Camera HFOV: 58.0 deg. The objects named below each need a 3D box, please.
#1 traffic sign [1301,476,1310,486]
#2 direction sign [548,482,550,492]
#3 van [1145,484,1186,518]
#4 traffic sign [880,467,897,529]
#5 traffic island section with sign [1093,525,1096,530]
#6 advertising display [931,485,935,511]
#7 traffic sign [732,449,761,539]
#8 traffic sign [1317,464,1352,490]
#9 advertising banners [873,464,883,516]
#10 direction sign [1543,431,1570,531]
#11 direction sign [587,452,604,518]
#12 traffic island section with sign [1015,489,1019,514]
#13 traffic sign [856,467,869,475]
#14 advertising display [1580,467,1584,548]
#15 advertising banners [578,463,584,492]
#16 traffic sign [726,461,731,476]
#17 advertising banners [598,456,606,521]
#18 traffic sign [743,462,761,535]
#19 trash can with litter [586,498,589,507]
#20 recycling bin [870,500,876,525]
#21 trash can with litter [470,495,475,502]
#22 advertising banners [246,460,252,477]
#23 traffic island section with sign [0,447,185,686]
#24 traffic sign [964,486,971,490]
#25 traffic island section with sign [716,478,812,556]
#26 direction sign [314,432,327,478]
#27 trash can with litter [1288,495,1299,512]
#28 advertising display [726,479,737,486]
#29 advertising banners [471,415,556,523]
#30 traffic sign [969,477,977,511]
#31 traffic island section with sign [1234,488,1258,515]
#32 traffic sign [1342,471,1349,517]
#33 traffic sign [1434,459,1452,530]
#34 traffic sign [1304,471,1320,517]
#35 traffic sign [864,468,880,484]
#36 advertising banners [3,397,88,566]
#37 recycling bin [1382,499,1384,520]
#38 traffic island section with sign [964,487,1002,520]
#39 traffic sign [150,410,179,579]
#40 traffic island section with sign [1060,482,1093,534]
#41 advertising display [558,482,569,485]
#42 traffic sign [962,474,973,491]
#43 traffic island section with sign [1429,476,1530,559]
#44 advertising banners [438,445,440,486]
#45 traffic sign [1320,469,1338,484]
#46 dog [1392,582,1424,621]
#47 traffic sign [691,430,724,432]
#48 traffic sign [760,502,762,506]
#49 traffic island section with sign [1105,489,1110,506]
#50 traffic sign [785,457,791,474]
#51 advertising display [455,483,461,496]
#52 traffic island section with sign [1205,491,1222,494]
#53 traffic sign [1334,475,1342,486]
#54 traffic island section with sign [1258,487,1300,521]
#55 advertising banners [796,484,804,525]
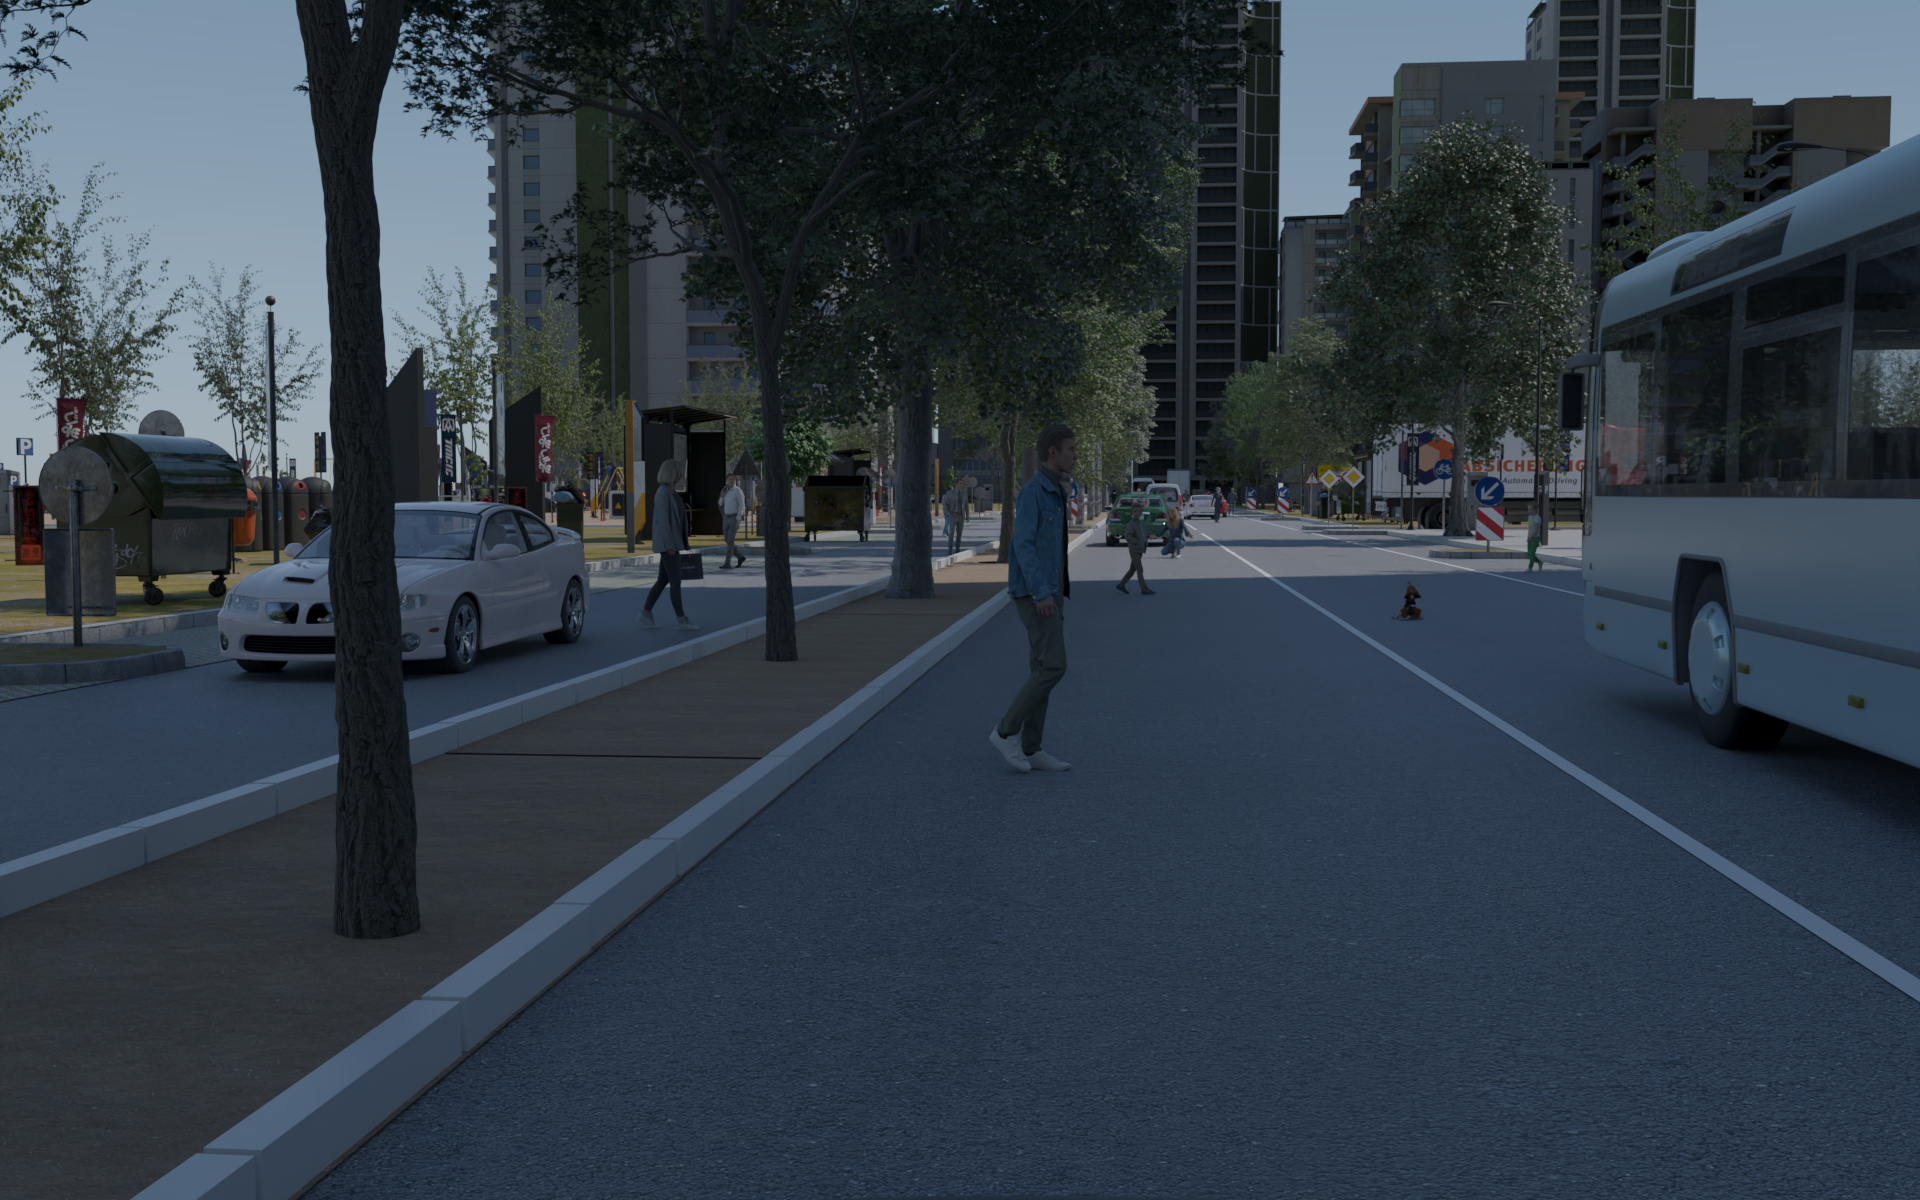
[{"bbox_3d":[23.802,-7.266,118.904,0.768,2.556,0.104,1,4,8],"label":"traffic sign"},{"bbox_3d":[-35.247,-9.588,148.760,0.379,3.537,0.876,-2,4,-29],"label":"direction sign"},{"bbox_3d":[8.332,-3.945,71.505,2.013,2.044,4.112,0,4,5],"label":"van"},{"bbox_3d":[-2.539,-3.659,63.464,0.795,2.450,0.064,0,4,6],"label":"traffic sign"},{"bbox_3d":[4.506,-3.813,70.480,2.006,1.907,1.989,0,4,6],"label":"traffic island section with sign"},{"bbox_3d":[-2.495,-8.309,141.067,0.974,1.923,0.123,-2,4,-32],"label":"advertising display"},{"bbox_3d":[-6.126,-3.033,49.596,0.884,2.594,0.081,1,4,13],"label":"traffic sign"},{"bbox_3d":[25.071,-7.464,115.904,2.265,3.308,0.079,1,4,9],"label":"traffic sign"},{"bbox_3d":[-4.790,-6.289,99.009,0.090,3.025,2.074,1,4,18],"label":"advertising banners"},{"bbox_3d":[20.961,-4.215,60.913,0.876,3.537,0.379,1,4,17],"label":"direction sign"},{"bbox_3d":[-19.523,-6.160,92.718,0.876,3.537,0.379,0,4,-5],"label":"direction sign"},{"bbox_3d":[3.914,-6.978,122.721,1.989,1.847,2.006,0,4,6],"label":"traffic island section with sign"},{"bbox_3d":[-4.591,-5.033,82.396,0.768,2.556,0.104,1,4,13],"label":"traffic sign"},{"bbox_3d":[15.062,-2.195,41.096,0.123,1.923,0.974,-1,4,-15],"label":"advertising display"},{"bbox_3d":[-22.947,-6.510,102.627,0.090,3.025,2.074,2,4,27],"label":"advertising banners"},{"bbox_3d":[-8.769,-3.873,63.437,0.768,2.556,0.104,1,4,11],"label":"traffic sign"},{"bbox_3d":[-16.853,-5.217,81.493,0.090,3.025,2.074,0,4,-3],"label":"advertising banners"},{"bbox_3d":[-6.538,-3.200,54.454,0.606,2.300,0.079,1,4,10],"label":"traffic sign"},{"bbox_3d":[-29.085,-7.511,134.184,0.624,1.170,1.055,1,4,13],"label":"trash can with litter"},{"bbox_3d":[-3.888,-3.615,71.663,0.722,1.027,0.722,0,4,6],"label":"recycling bin"},{"bbox_3d":[-24.294,-4.667,87.368,2.233,1.210,1.678,-1,4,-14],"label":"trash can with litter"},{"bbox_3d":[-36.633,-5.626,88.168,0.090,3.025,2.074,1,4,12],"label":"advertising banners"},{"bbox_3d":[-7.390,-0.317,13.803,1.989,1.847,2.006,0,4,6],"label":"traffic island section with sign"},{"bbox_3d":[0.358,-7.691,125.754,0.884,2.594,0.081,1,4,15],"label":"traffic sign"},{"bbox_3d":[-4.580,-1.979,40.980,1.989,1.847,2.006,0,4,6],"label":"traffic island section with sign"},{"bbox_3d":[-23.320,-4.356,63.216,0.876,3.537,0.379,3,5,44],"label":"direction sign"},{"bbox_3d":[23.196,-6.836,122.824,1.678,1.210,2.233,1,4,22],"label":"trash can with litter"},{"bbox_3d":[-9.907,-4.157,73.187,0.974,1.923,0.123,-1,4,-13],"label":"advertising display"},{"bbox_3d":[-9.714,-2.546,37.822,2.074,3.025,0.090,-3,5,-43],"label":"advertising banners"},{"bbox_3d":[0.914,-7.907,129.386,0.768,2.556,0.104,0,4,7],"label":"traffic sign"},{"bbox_3d":[20.200,-6.875,121.028,1.989,1.847,2.006,0,4,6],"label":"traffic island section with sign"},{"bbox_3d":[21.642,-5.895,96.483,0.768,2.556,0.104,1,4,16],"label":"traffic sign"},{"bbox_3d":[17.367,-3.795,62.147,0.768,2.556,0.104,0,4,7],"label":"traffic sign"},{"bbox_3d":[19.379,-5.833,95.370,0.884,2.594,0.081,1,4,12],"label":"traffic sign"},{"bbox_3d":[-3.887,-4.544,75.487,0.795,2.450,0.064,1,4,12],"label":"traffic sign"},{"bbox_3d":[-16.738,-2.132,31.039,2.074,3.025,0.090,-2,4,-29],"label":"advertising banners"},{"bbox_3d":[21.071,-4.395,84.406,0.722,1.027,0.722,-2,4,-27],"label":"recycling bin"},{"bbox_3d":[1.123,-5.338,95.911,1.989,1.847,2.006,0,4,6],"label":"traffic island section with sign"},{"bbox_3d":[-12.085,-1.596,26.206,0.768,2.556,0.104,1,4,9],"label":"traffic sign"},{"bbox_3d":[3.732,-3.362,63.113,2.006,1.907,1.989,0,4,6],"label":"traffic island section with sign"},{"bbox_3d":[-21.823,-5.513,95.356,0.123,1.923,0.974,3,4,36],"label":"advertising display"},{"bbox_3d":[0.421,-6.844,111.906,0.884,2.594,0.081,0,4,7],"label":"traffic sign"},{"bbox_3d":[11.702,-1.866,39.145,1.989,1.847,2.006,0,4,6],"label":"traffic island section with sign"},{"bbox_3d":[-18.987,-3.984,61.333,2.074,3.025,0.090,3,5,39],"label":"advertising banners"},{"bbox_3d":[19.169,-5.507,90.042,0.884,2.594,0.081,1,4,14],"label":"traffic sign"},{"bbox_3d":[5.113,0.015,19.947,0.748,0.427,0.550,-3,4,-37],"label":"dog"},{"bbox_3d":[-8.595,-3.751,55.204,2.265,3.308,0.079,1,4,10],"label":"traffic sign"},{"bbox_3d":[-8.306,-4.408,72.180,0.768,2.556,0.104,1,4,12],"label":"traffic sign"},{"bbox_3d":[12.255,-8.384,145.219,2.006,1.907,1.989,0,4,6],"label":"traffic island section with sign"},{"bbox_3d":[-5.729,-3.338,54.675,0.768,2.556,0.104,0,4,8],"label":"traffic sign"},{"bbox_3d":[-28.764,-5.768,99.519,0.123,1.923,0.974,-3,4,-37],"label":"advertising display"},{"bbox_3d":[25.428,-9.958,171.443,1.989,1.847,2.006,0,4,6],"label":"traffic island section with sign"},{"bbox_3d":[25.141,-7.059,115.526,0.768,2.556,0.104,0,4,7],"label":"traffic sign"},{"bbox_3d":[17.412,-5.235,94.217,1.989,1.847,2.006,0,4,6],"label":"traffic island section with sign"},{"bbox_3d":[-6.176,-4.689,72.847,2.074,3.025,0.090,-3,5,-41],"label":"advertising banners"}]
